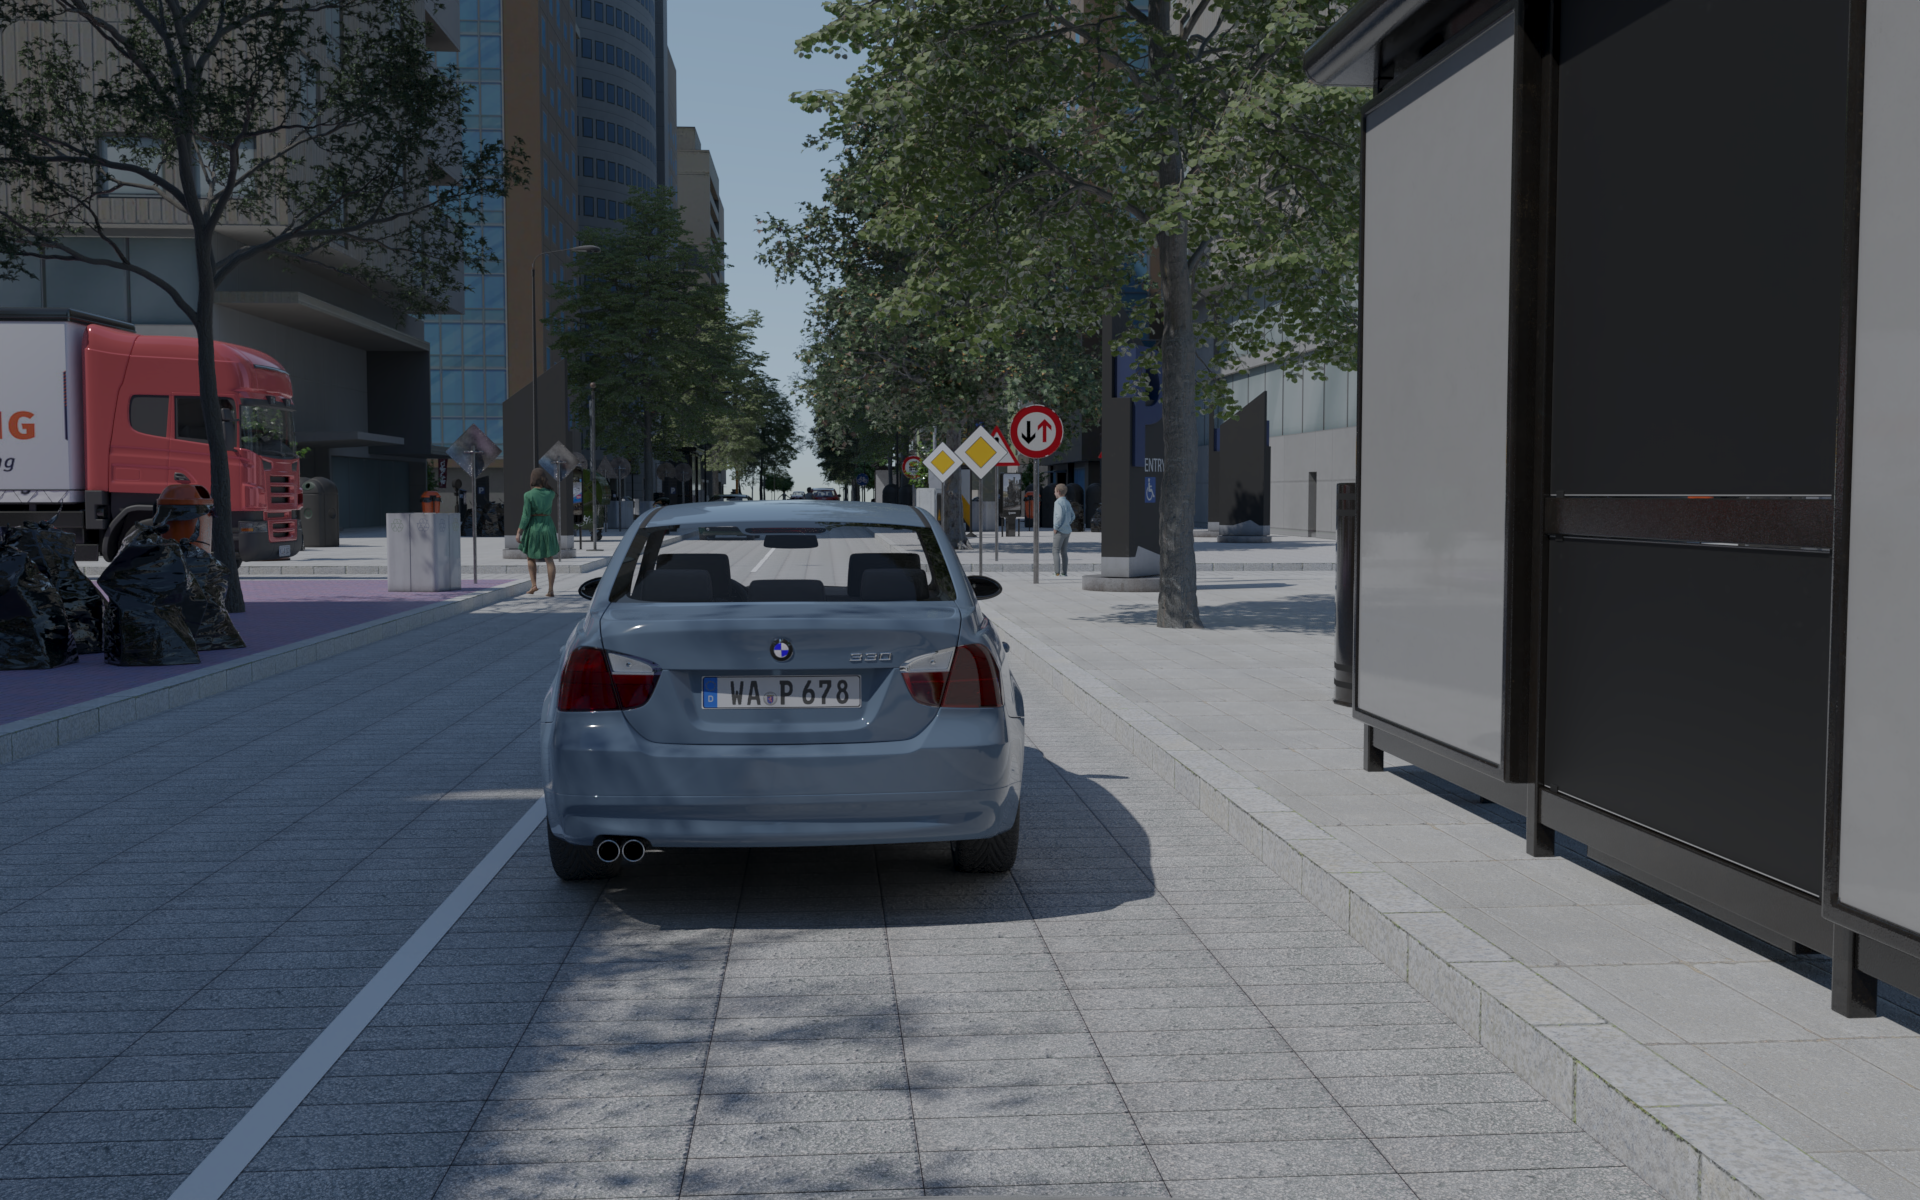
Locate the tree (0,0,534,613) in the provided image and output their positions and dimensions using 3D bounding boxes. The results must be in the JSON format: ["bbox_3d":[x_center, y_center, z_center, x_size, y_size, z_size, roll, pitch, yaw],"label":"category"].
[{"bbox_3d":[-8.236,-5.135,18.372,7.601,10.594,8.767,-1,4,-20],"label":"tree"}]

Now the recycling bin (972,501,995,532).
[{"bbox_3d":[0.789,-2.873,59.520,0.722,1.027,0.722,2,4,30],"label":"recycling bin"}]

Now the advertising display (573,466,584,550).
[{"bbox_3d":[-9.140,-2.113,39.760,0.974,1.923,0.123,-2,4,-25],"label":"advertising display"}]

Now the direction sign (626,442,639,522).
[{"bbox_3d":[-13.170,-4.749,69.644,0.379,3.537,0.876,1,4,22],"label":"direction sign"}]

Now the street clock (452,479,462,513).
[{"bbox_3d":[-23.988,-4.773,82.606,0.358,2.002,0.471,2,4,25],"label":"street clock"}]

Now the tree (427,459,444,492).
[{"bbox_3d":[-24.054,-5.115,78.230,1.663,3.219,1.824,0,3,0],"label":"tree"}]

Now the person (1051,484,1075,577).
[{"bbox_3d":[1.690,-1.138,28.925,0.330,1.601,0.589,3,5,40],"label":"person"}]

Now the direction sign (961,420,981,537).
[{"bbox_3d":[0.328,-3.653,51.723,0.876,3.537,0.379,-1,4,-19],"label":"direction sign"}]

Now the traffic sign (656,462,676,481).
[{"bbox_3d":[-11.761,-4.233,69.322,0.768,2.556,0.104,0,4,-1],"label":"traffic sign"}]

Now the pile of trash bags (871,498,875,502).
[{"bbox_3d":[-4.015,-5.947,106.992,1.912,1.369,3.447,1,4,19],"label":"pile of trash bags"}]

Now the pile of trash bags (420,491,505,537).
[{"bbox_3d":[-14.542,-2.599,52.249,3.447,1.369,1.912,-2,4,-35],"label":"pile of trash bags"}]

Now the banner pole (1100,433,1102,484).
[{"bbox_3d":[5.902,-4.994,71.676,0.401,3.779,0.863,1,4,22],"label":"banner pole"}]

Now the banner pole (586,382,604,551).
[{"bbox_3d":[-8.211,-2.977,38.694,0.401,3.779,0.863,0,4,-4],"label":"banner pole"}]

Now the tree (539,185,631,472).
[{"bbox_3d":[-11.508,-8.898,63.602,7.486,12.596,7.792,0,3,0],"label":"tree"}]

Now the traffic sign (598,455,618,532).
[{"bbox_3d":[-11.913,-3.559,58.186,0.884,2.594,0.081,0,4,3],"label":"traffic sign"}]

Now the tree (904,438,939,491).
[{"bbox_3d":[-0.792,-3.610,53.627,1.663,3.219,1.824,0,3,0],"label":"tree"}]

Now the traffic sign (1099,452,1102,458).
[{"bbox_3d":[2.483,-1.565,25.598,0.884,2.594,0.081,0,4,-1],"label":"traffic sign"}]

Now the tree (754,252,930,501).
[{"bbox_3d":[-3.392,-10.692,85.187,12.009,13.543,11.850,0,3,0],"label":"tree"}]

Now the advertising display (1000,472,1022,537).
[{"bbox_3d":[1.523,-2.865,52.063,0.123,1.923,0.974,3,4,37],"label":"advertising display"}]

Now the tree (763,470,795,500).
[{"bbox_3d":[-26.667,-17.115,263.541,4.285,4.588,4.351,0,3,0],"label":"tree"}]

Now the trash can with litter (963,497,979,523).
[{"bbox_3d":[0.474,-4.032,77.314,1.055,1.170,0.624,-2,4,-33],"label":"trash can with litter"}]

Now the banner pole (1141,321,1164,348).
[{"bbox_3d":[2.723,-2.124,24.741,0.863,3.779,0.401,0,4,-4],"label":"banner pole"}]

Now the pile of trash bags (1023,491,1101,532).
[{"bbox_3d":[3.756,-3.015,59.041,3.447,1.369,1.912,2,4,25],"label":"pile of trash bags"}]

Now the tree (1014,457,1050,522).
[{"bbox_3d":[3.243,-5.221,79.967,1.663,3.219,1.824,0,3,0],"label":"tree"}]

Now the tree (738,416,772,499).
[{"bbox_3d":[-18.276,-12.249,150.626,4.360,8.622,3.978,0,3,0],"label":"tree"}]

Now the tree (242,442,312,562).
[{"bbox_3d":[-13.546,-2.372,33.377,1.663,3.219,1.824,0,3,0],"label":"tree"}]

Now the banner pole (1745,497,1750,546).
[{"bbox_3d":[15.960,-2.764,35.208,0.401,3.779,0.863,0,4,5],"label":"banner pole"}]

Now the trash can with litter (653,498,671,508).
[{"bbox_3d":[-9.554,-2.666,54.971,0.624,1.170,1.055,-2,4,-24],"label":"trash can with litter"}]

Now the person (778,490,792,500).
[{"bbox_3d":[-13.687,-7.697,135.126,1.217,1.735,0.721,1,4,15],"label":"person"}]

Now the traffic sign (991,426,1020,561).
[{"bbox_3d":[0.699,-2.019,33.012,0.884,2.594,0.081,0,4,3],"label":"traffic sign"}]

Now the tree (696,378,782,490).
[{"bbox_3d":[-16.857,-11.995,130.537,7.601,10.594,8.767,1,4,10],"label":"tree"}]

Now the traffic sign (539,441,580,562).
[{"bbox_3d":[-7.556,-1.774,32.655,0.795,2.450,0.064,0,4,-5],"label":"traffic sign"}]

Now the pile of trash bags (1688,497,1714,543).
[{"bbox_3d":[15.790,-1.881,40.512,3.447,1.369,1.912,2,4,29],"label":"pile of trash bags"}]

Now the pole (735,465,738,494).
[{"bbox_3d":[-12.853,-6.481,99.812,0.158,3.312,0.155,0,3,0],"label":"pole"}]

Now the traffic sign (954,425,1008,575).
[{"bbox_3d":[0.300,-1.321,25.246,0.795,2.450,0.064,0,4,-5],"label":"traffic sign"}]

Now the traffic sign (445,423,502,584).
[{"bbox_3d":[-6.923,-1.288,24.695,0.795,2.450,0.064,0,4,-5],"label":"traffic sign"}]

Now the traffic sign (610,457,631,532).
[{"bbox_3d":[-11.634,-3.616,59.227,0.768,2.556,0.104,0,4,4],"label":"traffic sign"}]

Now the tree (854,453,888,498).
[{"bbox_3d":[-6.639,-9.105,132.577,4.285,4.588,4.351,0,3,0],"label":"tree"}]

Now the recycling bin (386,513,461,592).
[{"bbox_3d":[-7.105,-0.637,22.969,0.722,1.027,0.722,1,4,11],"label":"recycling bin"}]

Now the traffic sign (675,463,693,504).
[{"bbox_3d":[-11.408,-4.362,71.424,0.768,2.556,0.104,0,4,-1],"label":"traffic sign"}]

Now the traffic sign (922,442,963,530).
[{"bbox_3d":[-0.333,-1.808,33.206,0.795,2.450,0.064,0,4,-5],"label":"traffic sign"}]

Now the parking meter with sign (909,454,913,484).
[{"bbox_3d":[-1.496,-4.925,76.791,1.738,3.016,0.543,-2,4,-27],"label":"parking meter with sign"}]

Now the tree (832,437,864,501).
[{"bbox_3d":[-10.529,-13.670,173.869,4.737,8.622,4.395,0,3,0],"label":"tree"}]

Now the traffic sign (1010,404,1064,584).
[{"bbox_3d":[1.090,-1.506,24.724,0.768,2.556,0.104,0,4,3],"label":"traffic sign"}]

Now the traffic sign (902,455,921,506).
[{"bbox_3d":[-1.539,-3.497,57.284,0.768,2.556,0.104,0,4,-4],"label":"traffic sign"}]

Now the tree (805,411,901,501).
[{"bbox_3d":[-12.244,-17.805,197.764,9.857,13.997,8.962,0,3,0],"label":"tree"}]

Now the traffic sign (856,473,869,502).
[{"bbox_3d":[-6.018,-6.530,106.866,0.768,2.556,0.104,0,4,2],"label":"traffic sign"}]

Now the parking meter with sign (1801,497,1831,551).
[{"bbox_3d":[17.492,-2.382,35.202,1.738,3.016,0.543,-3,5,-43],"label":"parking meter with sign"}]

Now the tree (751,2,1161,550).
[{"bbox_3d":[-0.106,-7.515,39.873,9.611,12.733,9.660,0,3,0],"label":"tree"}]

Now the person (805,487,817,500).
[{"bbox_3d":[-7.155,-4.589,83.895,0.716,1.782,0.532,2,4,28],"label":"person"}]

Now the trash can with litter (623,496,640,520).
[{"bbox_3d":[-16.043,-4.500,84.963,1.055,1.170,0.624,2,4,33],"label":"trash can with litter"}]

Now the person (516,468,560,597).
[{"bbox_3d":[-5.877,-0.946,24.217,0.600,1.795,0.529,-3,5,-45],"label":"person"}]

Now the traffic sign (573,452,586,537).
[{"bbox_3d":[-11.625,-3.190,52.269,0.768,2.556,0.104,0,4,-4],"label":"traffic sign"}]

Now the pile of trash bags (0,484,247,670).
[{"bbox_3d":[-6.844,-0.275,14.249,1.912,1.369,3.447,0,4,-7],"label":"pile of trash bags"}]

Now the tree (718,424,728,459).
[{"bbox_3d":[-20.690,-16.646,182.535,12.009,13.543,11.850,0,3,0],"label":"tree"}]

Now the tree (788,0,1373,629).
[{"bbox_3d":[1.800,-5.988,16.037,7.486,12.596,7.792,0,3,0],"label":"tree"}]

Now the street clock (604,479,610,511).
[{"bbox_3d":[-16.990,-4.781,82.733,0.471,2.002,0.358,-2,4,-32],"label":"street clock"}]
